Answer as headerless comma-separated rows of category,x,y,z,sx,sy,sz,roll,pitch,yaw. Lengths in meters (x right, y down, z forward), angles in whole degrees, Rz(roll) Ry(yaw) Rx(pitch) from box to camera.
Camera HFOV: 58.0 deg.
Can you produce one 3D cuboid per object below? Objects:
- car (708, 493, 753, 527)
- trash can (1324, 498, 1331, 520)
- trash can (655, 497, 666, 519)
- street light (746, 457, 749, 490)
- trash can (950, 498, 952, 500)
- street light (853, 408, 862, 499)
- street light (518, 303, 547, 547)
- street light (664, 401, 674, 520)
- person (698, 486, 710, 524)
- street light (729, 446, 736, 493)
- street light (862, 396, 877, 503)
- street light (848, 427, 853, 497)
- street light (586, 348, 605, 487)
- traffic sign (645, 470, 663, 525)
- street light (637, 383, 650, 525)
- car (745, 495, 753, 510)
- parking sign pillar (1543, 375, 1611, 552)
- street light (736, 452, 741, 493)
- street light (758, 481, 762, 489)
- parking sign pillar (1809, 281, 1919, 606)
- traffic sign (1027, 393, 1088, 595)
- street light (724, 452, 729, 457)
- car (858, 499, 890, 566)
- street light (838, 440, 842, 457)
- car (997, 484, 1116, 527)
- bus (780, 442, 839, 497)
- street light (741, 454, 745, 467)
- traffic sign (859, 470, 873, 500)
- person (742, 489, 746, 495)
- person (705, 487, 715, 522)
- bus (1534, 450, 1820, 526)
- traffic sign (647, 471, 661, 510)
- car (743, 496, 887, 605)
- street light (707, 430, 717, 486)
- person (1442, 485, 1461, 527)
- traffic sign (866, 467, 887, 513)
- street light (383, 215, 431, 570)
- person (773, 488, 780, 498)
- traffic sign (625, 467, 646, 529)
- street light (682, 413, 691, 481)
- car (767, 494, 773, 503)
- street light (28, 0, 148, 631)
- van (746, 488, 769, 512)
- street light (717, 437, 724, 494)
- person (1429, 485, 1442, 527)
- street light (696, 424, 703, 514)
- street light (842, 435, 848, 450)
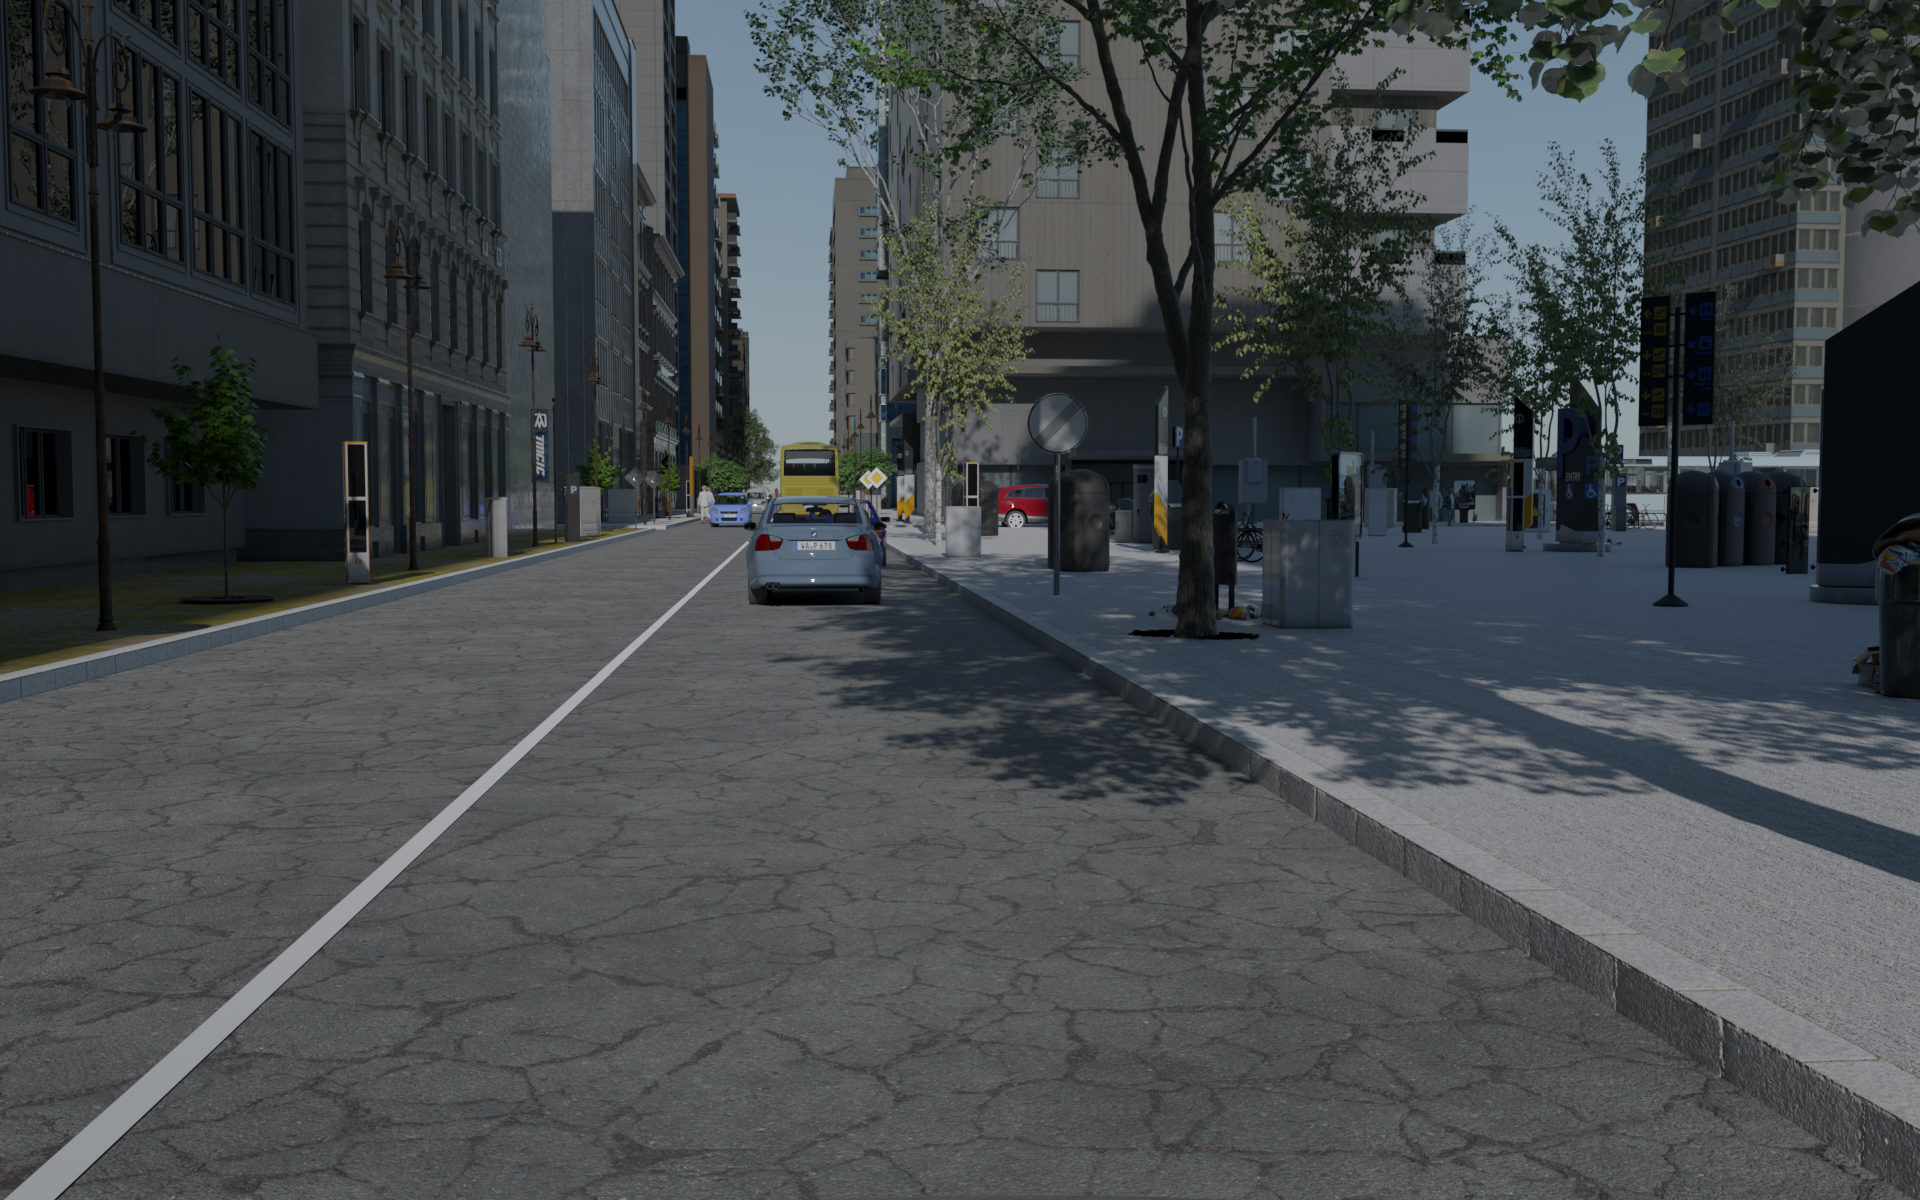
car,-10.012,-4.051,75.832,1.945,1.707,3.694,0,4,-5
trash can,12.780,-2.893,58.950,0.748,1.137,0.748,0,3,0
trash can,-15.734,-4.834,90.693,0.748,1.137,0.748,0,3,0
street light,-25.097,-13.946,200.800,0.468,5.910,1.993,0,4,-5
trash can,-0.009,-3.278,65.248,0.748,1.137,0.748,0,3,0
street light,-5.317,-7.338,92.763,0.468,5.910,1.993,0,4,-5
street light,-10.358,-4.238,42.077,0.468,5.910,1.993,0,4,-5
street light,-14.473,-6.932,86.121,0.468,5.910,1.993,0,4,-5
person,-12.241,-4.576,83.194,0.514,1.842,0.818,-3,5,-43
street light,-21.501,-11.573,162.011,0.468,5.910,1.993,0,4,-5
street light,-4.098,-6.547,79.836,0.468,5.910,1.993,0,4,-5
street light,-6.407,-8.129,105.703,0.468,5.910,1.993,0,4,-5
street light,-11.559,-5.029,55.006,0.468,5.910,1.993,0,4,-5
traffic sign,-12.695,-4.170,71.817,0.795,2.450,0.064,0,4,-5
street light,-13.173,-6.085,72.285,0.468,5.910,1.993,0,4,-5
car,-13.991,-5.920,108.801,2.014,1.417,4.499,0,4,-5
parking sign pillar,13.848,-3.076,38.765,1.447,3.967,1.447,0,4,-6
street light,-22.686,-12.364,174.942,0.468,5.910,1.993,0,4,-5
street light,-31.373,-18.164,269.768,0.468,5.910,1.993,0,4,-5
parking sign pillar,10.874,-1.954,20.419,1.447,3.967,1.447,1,4,22
traffic sign,1.227,-1.334,21.912,0.768,2.556,0.104,0,4,-2
street light,-20.300,-10.749,148.535,0.468,5.910,1.993,0,4,-5
car,-2.402,-1.417,35.747,1.945,1.354,3.894,0,4,-4
street light,-8.867,-9.767,132.484,0.468,5.910,1.993,0,4,-5
car,3.595,-3.679,68.816,5.304,1.827,2.281,0,4,-5
bus,-6.994,-5.441,80.506,2.896,3.916,12.252,0,4,-5
street light,-23.863,-13.155,187.873,0.468,5.910,1.993,0,4,-5
traffic sign,-3.836,-4.218,72.610,0.795,2.450,0.064,0,4,-5
person,-17.110,-7.891,137.698,0.709,1.800,0.728,1,4,15
person,-12.986,-4.941,89.508,0.478,1.798,0.641,2,4,32
bus,29.731,-4.709,71.858,13.247,3.499,2.948,0,4,-6
traffic sign,-13.494,-4.546,76.464,0.606,2.300,0.079,0,4,-3
car,-1.991,-0.721,23.786,2.014,1.417,4.499,0,4,-5
street light,-18.042,-9.329,125.310,0.468,5.910,1.993,0,4,-5
person,19.877,-3.754,70.220,0.623,1.781,0.721,-3,5,-39
traffic sign,-3.104,-3.732,64.658,0.795,2.450,0.064,0,4,-5
street light,-9.223,-3.441,29.048,0.468,5.910,1.993,0,4,-5
person,-11.843,-6.313,111.720,0.555,1.821,0.388,-2,4,-35
traffic sign,-11.962,-3.683,63.866,0.795,2.450,0.064,0,4,-5
street light,-15.618,-7.723,99.055,0.468,5.910,1.993,0,4,-5
car,-25.512,-13.958,237.250,2.155,1.783,4.494,0,4,-7
street light,-8.030,-2.650,16.118,0.468,5.910,1.993,0,4,-5
van,-14.891,-7.298,126.326,2.013,2.044,4.112,0,4,-4
street light,-19.323,-10.127,138.371,0.468,5.910,1.993,0,4,-5
person,18.949,-3.710,69.024,0.748,1.841,0.638,-3,5,-40
street light,-16.848,-8.513,111.982,0.468,5.910,1.993,0,4,-5
street light,-7.668,-8.954,119.183,0.468,5.910,1.993,0,4,-5
